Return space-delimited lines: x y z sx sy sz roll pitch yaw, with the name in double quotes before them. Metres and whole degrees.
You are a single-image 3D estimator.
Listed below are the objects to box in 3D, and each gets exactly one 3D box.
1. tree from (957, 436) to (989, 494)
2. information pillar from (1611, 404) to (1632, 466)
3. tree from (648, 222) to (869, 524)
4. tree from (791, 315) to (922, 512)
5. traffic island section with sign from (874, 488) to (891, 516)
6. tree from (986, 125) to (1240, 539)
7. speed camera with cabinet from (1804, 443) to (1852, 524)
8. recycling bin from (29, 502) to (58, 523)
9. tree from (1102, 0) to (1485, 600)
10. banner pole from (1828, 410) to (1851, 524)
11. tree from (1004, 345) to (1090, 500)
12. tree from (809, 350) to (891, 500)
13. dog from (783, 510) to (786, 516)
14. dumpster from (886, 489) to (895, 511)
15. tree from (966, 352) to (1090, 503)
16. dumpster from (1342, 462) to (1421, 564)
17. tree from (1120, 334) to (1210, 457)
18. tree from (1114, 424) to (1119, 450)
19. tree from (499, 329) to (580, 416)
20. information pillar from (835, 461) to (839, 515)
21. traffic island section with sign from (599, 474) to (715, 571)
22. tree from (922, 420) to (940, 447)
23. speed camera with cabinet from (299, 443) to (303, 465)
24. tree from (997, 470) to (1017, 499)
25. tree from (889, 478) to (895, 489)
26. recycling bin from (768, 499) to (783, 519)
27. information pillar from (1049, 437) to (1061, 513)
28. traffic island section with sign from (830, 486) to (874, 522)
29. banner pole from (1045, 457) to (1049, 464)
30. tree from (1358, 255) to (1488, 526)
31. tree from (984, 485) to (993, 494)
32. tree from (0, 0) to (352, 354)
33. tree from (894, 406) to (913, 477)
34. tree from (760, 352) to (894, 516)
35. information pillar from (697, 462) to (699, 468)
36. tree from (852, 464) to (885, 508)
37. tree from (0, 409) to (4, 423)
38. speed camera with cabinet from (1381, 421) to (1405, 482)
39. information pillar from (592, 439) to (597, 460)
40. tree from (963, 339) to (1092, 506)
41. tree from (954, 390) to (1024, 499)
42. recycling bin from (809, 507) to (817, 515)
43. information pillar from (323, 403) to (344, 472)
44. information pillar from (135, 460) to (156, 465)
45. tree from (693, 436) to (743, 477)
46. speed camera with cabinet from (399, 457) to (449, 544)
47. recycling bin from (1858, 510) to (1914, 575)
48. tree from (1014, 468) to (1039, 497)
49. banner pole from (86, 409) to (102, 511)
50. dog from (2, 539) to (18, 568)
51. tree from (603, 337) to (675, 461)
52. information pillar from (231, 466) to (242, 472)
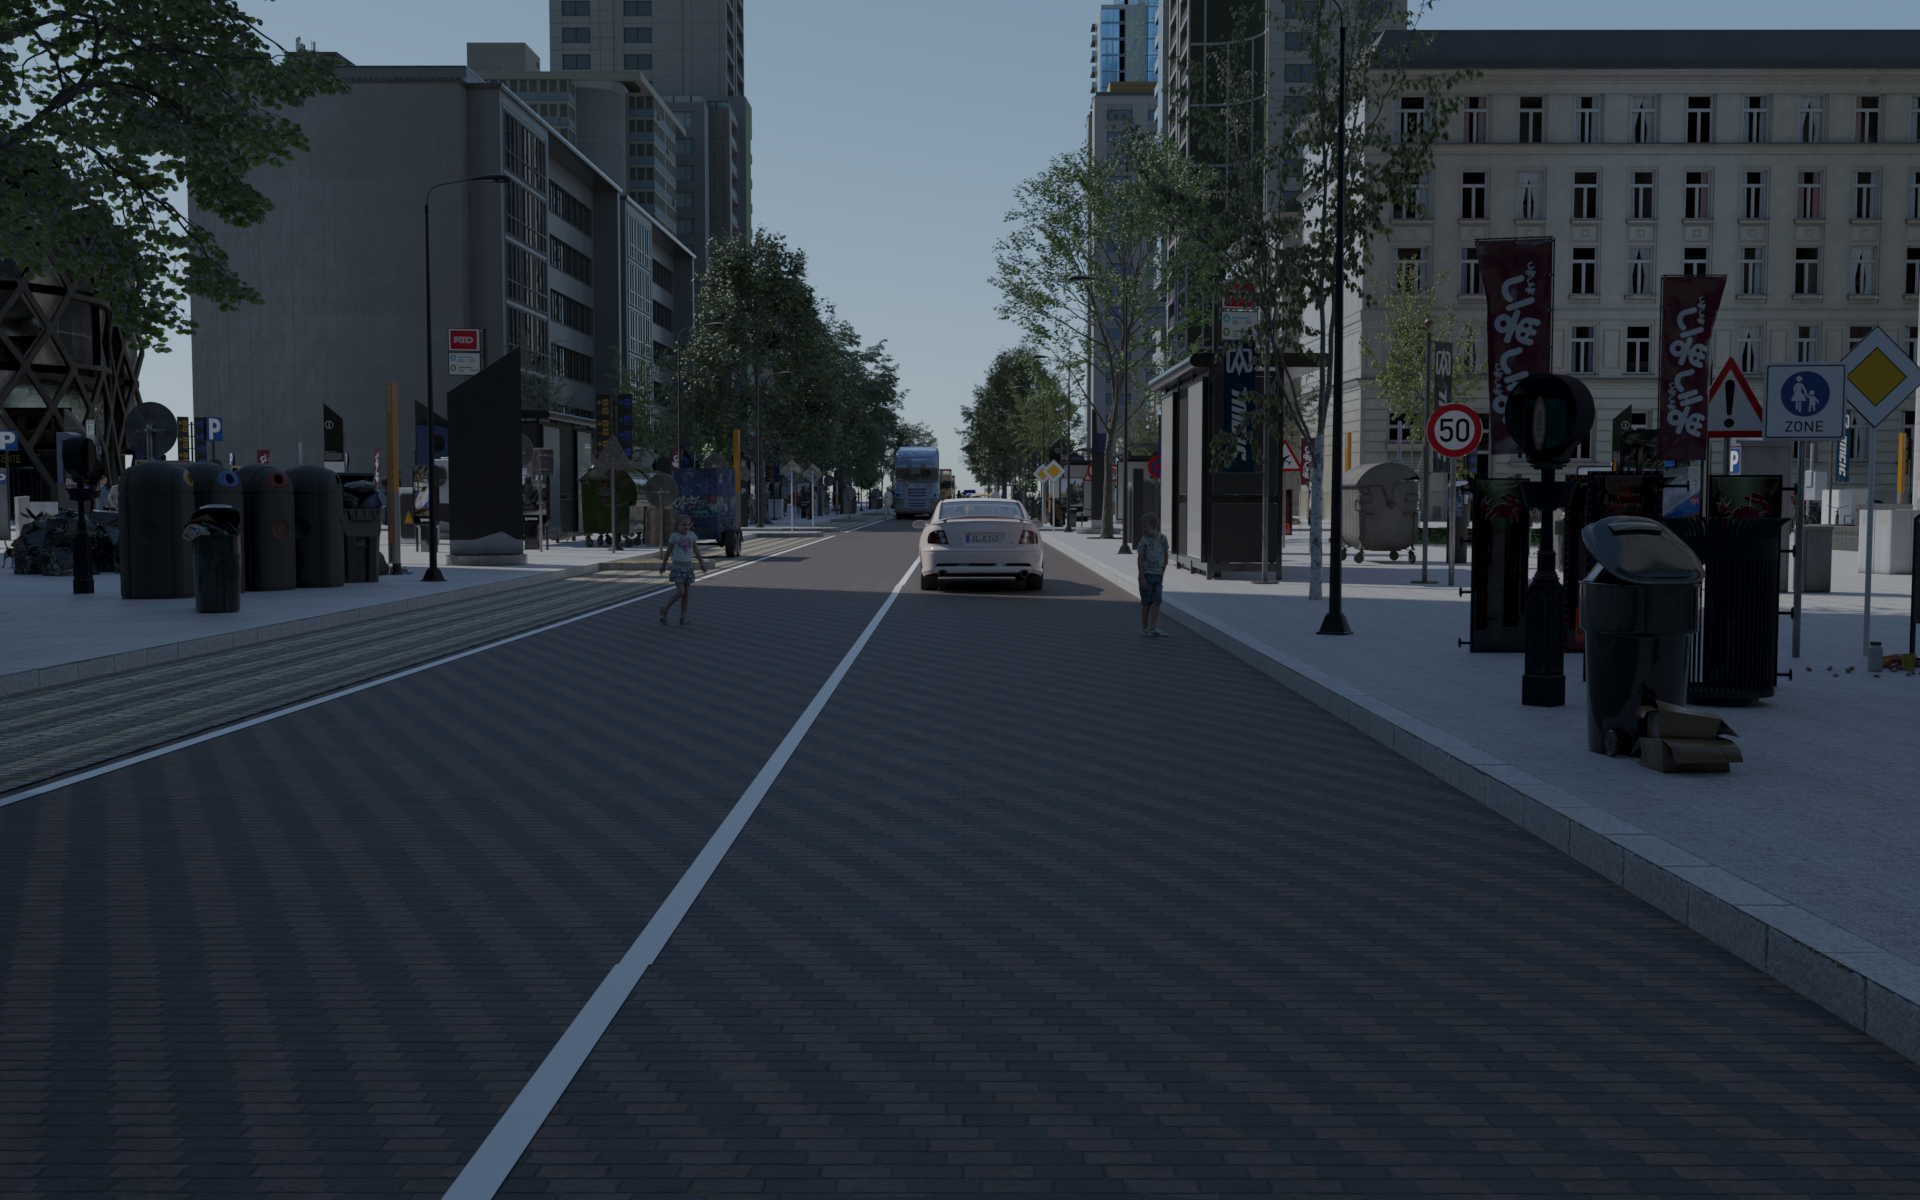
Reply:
"tree" 4.535 -22.153 272.563 12.009 13.543 11.850 0 3 0
"information pillar" 17.178 -3.281 44.995 0.504 3.616 0.183 1 4 11
"tree" -8.607 -9.571 73.486 9.611 12.733 9.660 0 3 0
"tree" -8.194 -13.192 122.346 9.857 13.997 8.962 0 3 0
"traffic island section with sign" -5.516 -6.560 115.880 1.989 1.847 2.006 0 4 0
"tree" 4.347 -7.543 49.089 9.928 11.665 9.643 0 3 0
"speed camera with cabinet" 33.518 -4.438 66.900 0.660 3.252 2.038 -1 4 -13
"recycling bin" -29.565 -2.643 55.763 0.722 1.027 0.722 0 4 1
"tree" 4.143 -4.317 20.942 4.360 8.622 3.978 0 3 0
"banner pole" 23.065 -3.394 45.506 0.401 3.779 0.863 -1 4 -16
"tree" 4.332 -8.224 84.826 4.737 8.622 4.395 0 3 0
"tree" -9.057 -13.348 136.361 7.486 12.596 7.792 0 3 0
"dog" -10.019 -4.988 99.290 0.550 0.427 0.748 2 4 34
"dumpster" -5.148 -8.218 142.574 1.865 1.857 1.264 0 4 1
"tree" 4.351 -10.915 112.866 8.767 10.594 7.601 1 4 9
"dumpster" 7.876 -1.642 32.605 1.264 1.857 1.865 0 3 0
"tree" 10.667 -7.867 78.988 4.737 8.622 4.395 0 3 0
"tree" 14.265 -11.486 138.160 4.737 8.622 4.395 0 3 0
"tree" -18.705 -7.735 76.831 4.360 8.622 3.978 0 3 0
"information pillar" -7.679 -7.131 107.945 0.183 3.616 0.504 -1 4 -9
"traffic island section with sign" -5.747 -1.500 33.148 1.989 1.847 2.006 0 4 0
"tree" -8.229 -23.853 296.654 9.857 13.997 8.962 0 3 0
"speed camera with cabinet" -26.012 -4.448 67.060 2.038 3.252 0.660 3 5 41
"tree" 4.134 -12.857 160.574 4.360 8.622 3.978 0 3 0
"tree" -7.904 -14.412 230.237 1.663 3.219 1.824 0 3 0
"recycling bin" -9.401 -4.635 88.336 0.722 1.027 0.722 0 4 0
"information pillar" 3.915 -4.881 71.166 0.504 3.616 0.183 -1 4 -16
"traffic island section with sign" -5.589 -4.896 88.684 1.989 1.847 2.006 0 4 0
"banner pole" 5.146 -6.981 104.149 0.863 3.779 0.401 0 4 8
"tree" 14.096 -6.270 52.878 4.737 8.622 4.395 0 3 0
"tree" 4.922 -18.005 288.978 1.663 3.219 1.824 0 3 0
"tree" -8.803 -5.917 14.865 7.486 12.596 7.792 0 3 0
"tree" -7.494 -14.534 172.046 7.601 10.594 8.767 -2 4 -33
"tree" -8.498 -10.195 101.103 7.601 10.594 8.767 0 4 8
"information pillar" -17.200 -7.523 114.355 0.183 3.616 0.504 1 4 17
"tree" -8.321 -10.468 154.867 4.285 4.588 4.351 0 3 0
"tree" -22.171 -3.255 36.931 4.285 4.588 4.351 0 3 0
"speed camera with cabinet" 11.836 -3.266 47.741 0.660 3.252 2.038 1 4 9
"information pillar" -15.676 -5.087 74.528 0.183 3.616 0.504 1 4 18
"tree" 4.589 -12.913 128.131 9.611 12.733 9.660 0 3 0
"tree" 4.527 -16.836 181.929 9.857 13.997 8.962 0 3 0
"recycling bin" -10.222 -6.539 119.473 0.722 1.027 0.722 -3 5 -40
"information pillar" -16.109 -3.254 44.564 0.504 3.616 0.183 0 4 -8
"information pillar" -17.616 -2.020 37.520 0.304 2.012 0.304 0 4 5
"tree" -8.207 -3.841 57.403 1.663 3.219 1.824 0 3 0
"speed camera with cabinet" -13.489 -3.047 44.158 2.038 3.252 0.660 2 4 35
"recycling bin" 15.023 -0.938 27.896 0.722 1.027 0.722 -1 4 -16
"tree" 4.405 -6.856 106.703 1.663 3.219 1.824 0 3 0
"banner pole" -25.540 -3.737 51.121 0.863 3.779 0.401 2 4 35
"dog" -16.450 -0.810 30.079 0.540 0.507 0.406 0 4 3
"tree" -15.237 -8.043 81.865 4.737 8.622 4.395 0 3 0
"information pillar" -19.055 -2.531 45.882 0.304 2.012 0.304 2 4 29
